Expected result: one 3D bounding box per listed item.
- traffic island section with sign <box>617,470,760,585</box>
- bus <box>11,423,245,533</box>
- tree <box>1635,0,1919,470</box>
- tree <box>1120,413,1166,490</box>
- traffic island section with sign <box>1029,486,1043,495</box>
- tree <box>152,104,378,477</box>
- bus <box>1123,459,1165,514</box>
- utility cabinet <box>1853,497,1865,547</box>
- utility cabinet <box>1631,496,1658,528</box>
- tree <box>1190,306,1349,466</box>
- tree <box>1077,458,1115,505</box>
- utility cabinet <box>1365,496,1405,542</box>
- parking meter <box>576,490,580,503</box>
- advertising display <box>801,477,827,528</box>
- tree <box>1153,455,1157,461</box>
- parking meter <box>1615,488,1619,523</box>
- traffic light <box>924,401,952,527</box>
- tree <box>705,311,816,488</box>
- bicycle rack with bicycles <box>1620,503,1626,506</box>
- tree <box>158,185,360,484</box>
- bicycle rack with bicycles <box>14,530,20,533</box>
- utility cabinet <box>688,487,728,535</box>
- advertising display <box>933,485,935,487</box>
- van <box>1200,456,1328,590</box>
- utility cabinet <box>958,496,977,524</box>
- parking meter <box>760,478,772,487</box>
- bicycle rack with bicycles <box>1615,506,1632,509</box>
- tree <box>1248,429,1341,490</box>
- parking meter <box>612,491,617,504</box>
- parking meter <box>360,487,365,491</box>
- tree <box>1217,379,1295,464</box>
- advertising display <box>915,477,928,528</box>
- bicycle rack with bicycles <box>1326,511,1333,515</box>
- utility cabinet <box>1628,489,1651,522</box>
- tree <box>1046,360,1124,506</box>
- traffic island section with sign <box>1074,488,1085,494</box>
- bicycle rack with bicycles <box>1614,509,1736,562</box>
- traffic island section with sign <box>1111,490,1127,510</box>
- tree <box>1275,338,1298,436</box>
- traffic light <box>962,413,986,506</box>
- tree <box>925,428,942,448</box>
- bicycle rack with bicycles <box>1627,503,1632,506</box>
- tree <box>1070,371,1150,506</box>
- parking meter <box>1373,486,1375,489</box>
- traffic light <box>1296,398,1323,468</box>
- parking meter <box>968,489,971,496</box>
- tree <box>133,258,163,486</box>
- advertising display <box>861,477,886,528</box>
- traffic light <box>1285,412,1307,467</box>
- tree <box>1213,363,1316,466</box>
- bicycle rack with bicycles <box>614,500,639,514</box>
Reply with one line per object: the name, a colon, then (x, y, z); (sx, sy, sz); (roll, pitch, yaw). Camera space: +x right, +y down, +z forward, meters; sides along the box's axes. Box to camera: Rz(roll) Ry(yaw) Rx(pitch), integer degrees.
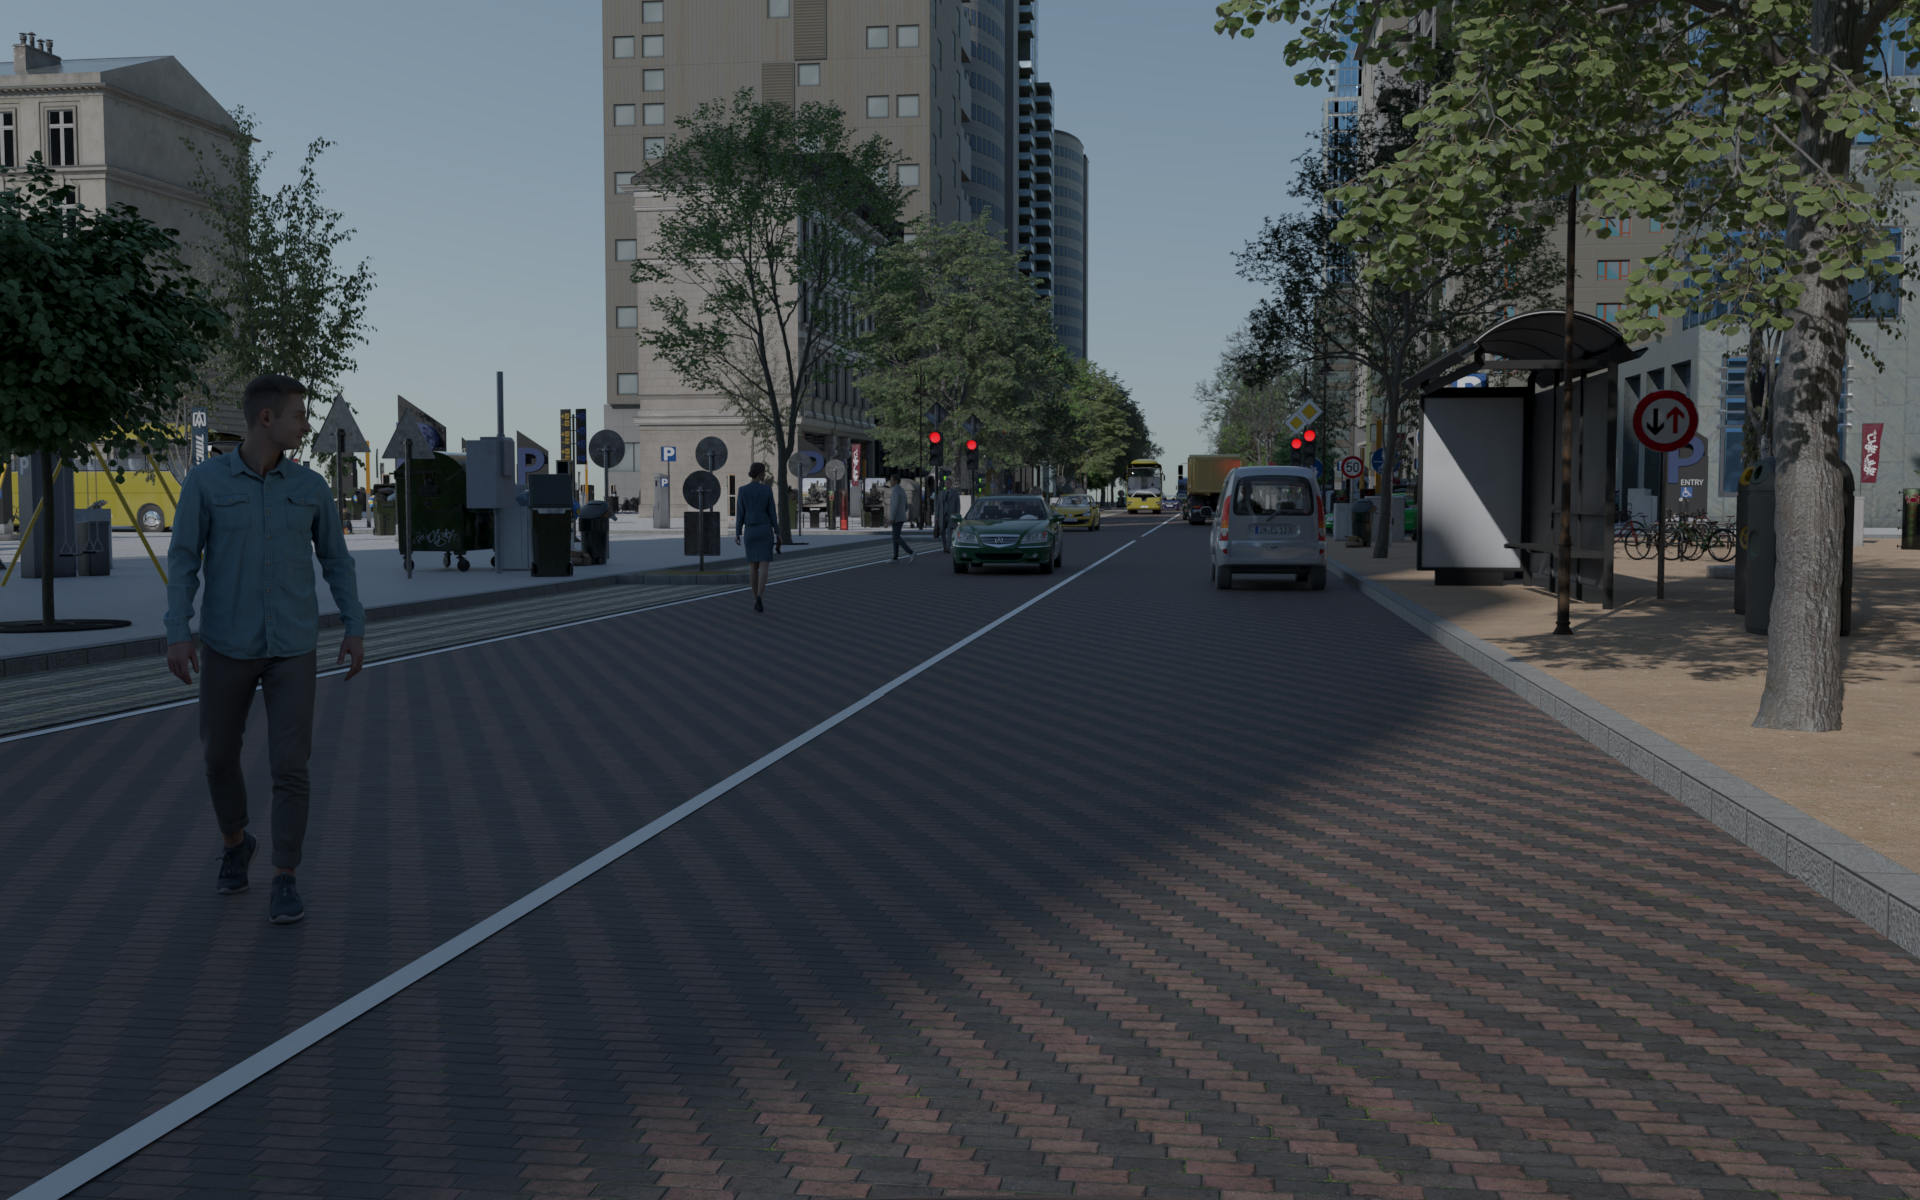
traffic island section with sign: (-4.302, -1.190, 28.082); (1.989, 1.847, 2.006); (1, 4, 8)
bus: (-30.747, -4.255, 61.114); (12.252, 3.916, 2.896); (1, 4, 10)
tree: (10.996, -4.443, 23.005); (4.360, 8.622, 3.978); (0, 3, 0)
tree: (22.682, -19.212, 231.118); (9.611, 12.733, 9.660); (0, 3, 0)
traffic island section with sign: (3.631, -4.510, 82.368); (1.989, 1.847, 2.006); (1, 4, 8)
tree: (-13.054, -5.058, 33.058); (4.737, 8.622, 4.395); (0, 3, 0)
bus: (13.430, -8.211, 125.799); (2.896, 3.916, 12.252); (0, 4, 7)
utility cabinet: (21.418, -1.896, 42.169); (1.020, 1.237, 0.306); (0, 4, 5)
utility cabinet: (26.056, -3.350, 65.931); (0.306, 1.237, 1.020); (-1, 4, -23)
tree: (19.921, -12.361, 112.469); (12.009, 13.543, 11.850); (0, 3, 0)
tree: (12.227, -10.550, 156.199); (4.285, 4.588, 4.351); (0, 3, 0)
utility cabinet: (11.368, -2.154, 46.379); (1.020, 1.237, 0.306); (0, 4, 3)
parking meter: (-22.995, -5.836, 103.832); (0.372, 1.533, 0.369); (0, 3, 0)
advertising display: (-5.505, -3.689, 65.522); (0.974, 1.923, 0.123); (0, 4, -6)
tree: (30.439, -20.337, 282.869); (4.737, 8.622, 4.395); (0, 3, 0)
parking meter: (28.870, -4.158, 76.391); (0.372, 1.533, 0.369); (0, 3, 0)
traffic light: (-0.690, -3.881, 52.382); (0.839, 4.253, 0.868); (1, 4, 8)
tree: (-7.867, -7.218, 68.370); (4.360, 8.622, 3.978); (0, 3, 0)
bicycle rack with bicycles: (22.083, -3.032, 62.956); (2.925, 0.926, 2.852); (0, 4, -4)
tree: (-16.119, -5.555, 41.191); (4.360, 8.622, 3.978); (0, 3, 0)
bicycle rack with bicycles: (-29.518, -2.406, 52.723); (2.925, 0.926, 2.852); (0, 4, -4)
utility cabinet: (-7.729, -2.719, 53.138); (1.173, 1.500, 0.318); (-1, 4, -14)
advertising display: (-1.628, -7.341, 125.237); (0.123, 1.923, 0.974); (2, 4, 34)
van: (4.828, -1.246, 27.381); (2.013, 2.044, 4.112); (0, 4, 7)
utility cabinet: (0.220, -3.815, 73.533); (1.020, 1.237, 0.306); (2, 4, 32)
parking meter: (-7.132, -3.546, 63.695); (0.255, 1.863, 0.399); (3, 5, 44)
bicycle rack with bicycles: (17.413, -1.728, 41.635); (2.925, 0.926, 2.852); (2, 4, 29)
tree: (16.043, -5.911, 80.361); (4.285, 4.588, 4.351); (0, 3, 0)
parking meter: (-26.276, -7.538, 131.652); (0.372, 1.533, 0.369); (0, 3, 0)
parking meter: (-47.398, -8.058, 137.457); (0.399, 1.863, 0.255); (3, 4, 38)
tree: (28.459, -15.143, 164.601); (9.611, 12.733, 9.660); (0, 3, 0)
advertising display: (-1.493, -3.763, 66.731); (0.123, 1.923, 0.974); (-2, 4, -24)
bicycle rack with bicycles: (15.498, -3.259, 66.673); (2.852, 0.926, 2.925); (3, 4, 37)
utility cabinet: (27.449, -3.749, 69.970); (0.318, 1.500, 1.173); (-1, 4, -11)
tree: (11.024, -13.963, 146.420); (7.486, 12.596, 7.792); (0, 3, 0)
traffic island section with sign: (7.582, -6.162, 109.370); (1.989, 1.847, 2.006); (1, 4, 8)
bicycle rack with bicycles: (14.052, -1.243, 33.711); (2.852, 0.926, 2.925); (-1, 4, -23)
traffic island section with sign: (14.895, -9.223, 159.425); (1.989, 1.847, 2.006); (1, 4, 8)
tree: (14.663, -7.368, 70.830); (4.360, 8.622, 3.978); (0, 3, 0)
traffic light: (0.465, -4.365, 60.284); (0.839, 4.253, 0.868); (1, 4, 8)
tree: (-0.536, -10.494, 121.941); (4.737, 8.622, 4.395); (0, 3, 0)
bicycle rack with bicycles: (25.985, -3.356, 68.258); (2.925, 0.926, 2.852); (-1, 4, -10)
tree: (14.683, -16.644, 178.782); (9.857, 13.997, 8.962); (0, 3, 0)
parking meter: (28.730, -6.990, 119.996); (0.255, 1.863, 0.399); (1, 4, 12)
traffic light: (10.209, -3.785, 50.811); (0.839, 4.253, 0.868); (1, 4, 8)
parking meter: (0.633, -6.246, 107.828); (0.255, 1.863, 0.399); (0, 4, 3)
tree: (-22.555, -6.122, 50.462); (4.360, 8.622, 3.978); (0, 3, 0)
advertising display: (-3.232, -3.695, 65.621); (0.974, 1.923, 0.123); (-2, 4, -33)
traffic light: (11.363, -4.269, 58.713); (0.839, 4.253, 0.868); (1, 4, 8)
tree: (22.120, -12.218, 125.518); (9.928, 11.665, 9.643); (0, 3, 0)
bicycle rack with bicycles: (-22.036, -6.074, 112.688); (2.925, 0.926, 2.852); (0, 4, -2)
